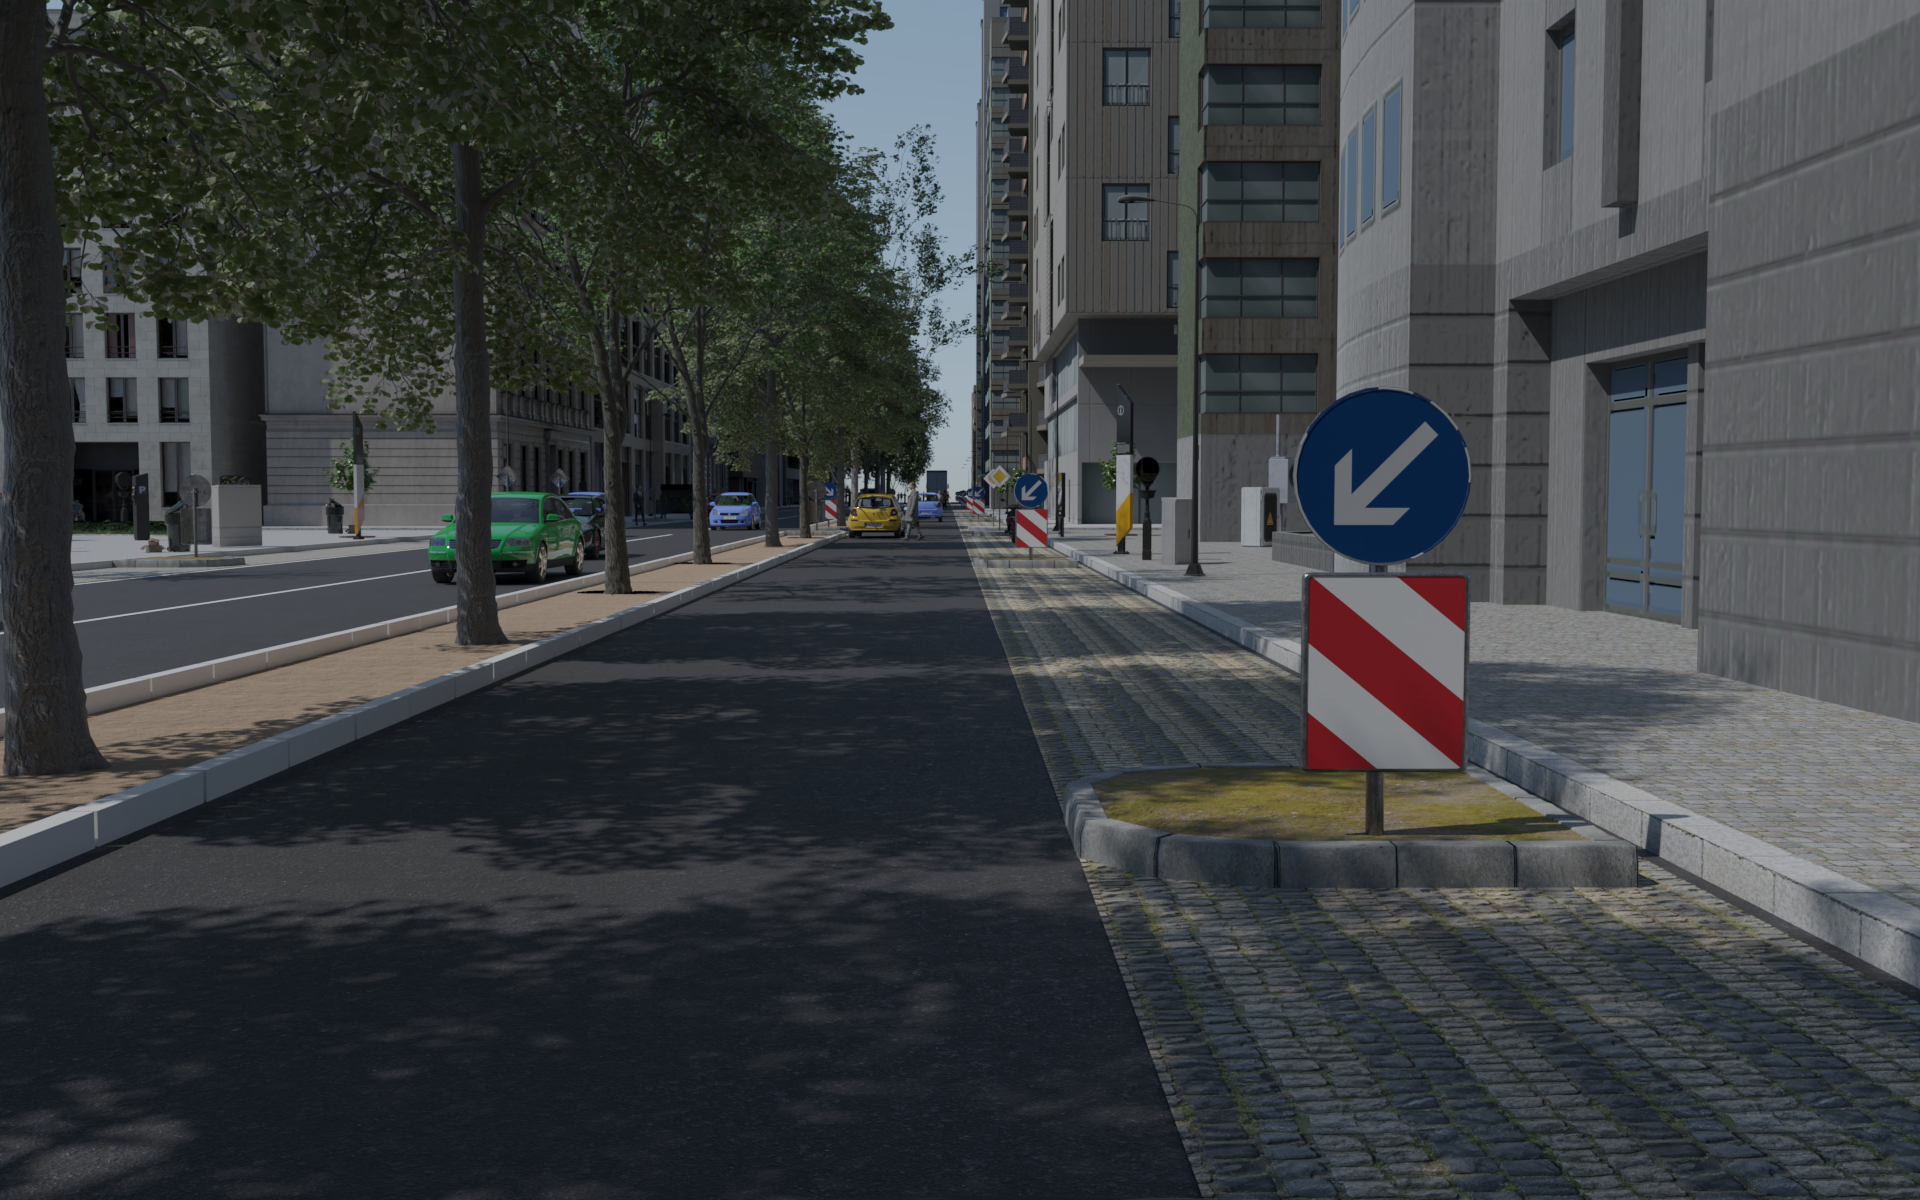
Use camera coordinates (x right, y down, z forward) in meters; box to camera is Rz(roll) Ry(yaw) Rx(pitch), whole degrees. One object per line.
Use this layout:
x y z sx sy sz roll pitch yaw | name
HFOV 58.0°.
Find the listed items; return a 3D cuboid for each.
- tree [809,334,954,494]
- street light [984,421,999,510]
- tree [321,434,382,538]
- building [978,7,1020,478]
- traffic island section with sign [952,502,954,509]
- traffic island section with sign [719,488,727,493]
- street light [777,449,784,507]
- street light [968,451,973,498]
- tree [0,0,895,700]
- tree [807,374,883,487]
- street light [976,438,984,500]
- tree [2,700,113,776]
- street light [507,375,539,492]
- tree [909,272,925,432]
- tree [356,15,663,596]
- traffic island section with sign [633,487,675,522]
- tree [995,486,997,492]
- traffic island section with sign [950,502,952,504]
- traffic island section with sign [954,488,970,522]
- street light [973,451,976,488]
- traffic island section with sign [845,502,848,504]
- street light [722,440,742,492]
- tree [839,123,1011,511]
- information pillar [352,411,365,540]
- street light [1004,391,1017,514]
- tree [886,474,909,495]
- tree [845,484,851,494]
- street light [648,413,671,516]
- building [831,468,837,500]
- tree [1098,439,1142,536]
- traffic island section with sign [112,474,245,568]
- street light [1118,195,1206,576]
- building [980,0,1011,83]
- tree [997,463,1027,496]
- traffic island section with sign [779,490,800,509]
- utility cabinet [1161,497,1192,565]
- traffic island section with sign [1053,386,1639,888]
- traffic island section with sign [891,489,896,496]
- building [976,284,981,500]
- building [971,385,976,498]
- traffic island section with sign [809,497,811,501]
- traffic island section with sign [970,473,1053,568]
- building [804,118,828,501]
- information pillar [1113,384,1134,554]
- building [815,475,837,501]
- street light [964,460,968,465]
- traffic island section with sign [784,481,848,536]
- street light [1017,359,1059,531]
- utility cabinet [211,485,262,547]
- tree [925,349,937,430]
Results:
-5.198 -11.589 108.952 9.611 12.733 9.660 0 3 0 | tree
2.465 -8.417 110.163 1.470 5.913 1.316 0 4 0 | street light
-17.699 -3.451 51.030 1.663 3.219 1.824 0 3 0 | tree
13.900 -33.974 175.090 23.786 49.044 30.456 0 4 0 | building
0.629 -6.646 117.287 1.989 1.847 2.006 0 4 0 | traffic island section with sign
-16.035 -6.615 116.780 1.989 1.847 2.006 0 4 0 | traffic island section with sign
-17.889 -12.458 176.230 1.470 5.913 1.316 0 4 0 | street light
1.907 -13.087 186.505 1.470 5.913 1.316 0 4 0 | street light
-4.487 -5.819 15.727 7.486 12.596 7.792 0 3 0 | tree
-5.366 -7.666 78.153 4.737 8.622 4.395 0 3 0 | tree
2.265 -10.418 142.877 1.470 5.913 1.316 0 4 0 | street light
-4.601 -5.356 8.154 7.486 12.596 7.792 0 3 0 | tree
-17.115 -5.818 67.673 1.470 5.913 1.316 0 4 0 | street light
-4.962 -7.673 46.034 7.486 12.596 7.792 0 3 0 | tree
-5.003 -5.892 24.542 9.928 11.665 9.643 0 3 0 | tree
-15.835 -4.966 89.826 1.989 1.847 2.006 0 4 0 | traffic island section with sign
3.572 -9.185 144.777 1.663 3.219 1.824 0 3 0 | tree
0.251 -9.726 167.643 1.989 1.847 2.006 0 4 0 | traffic island section with sign
0.837 -4.941 89.406 1.989 1.847 2.006 0 4 0 | traffic island section with sign
2.131 -11.116 154.288 1.470 5.913 1.316 0 4 0 | street light
-17.236 -16.410 276.937 1.989 1.847 2.006 0 4 0 | traffic island section with sign
-17.577 -9.759 132.105 1.470 5.913 1.316 0 4 0 | street light
-4.176 -14.018 87.532 12.611 20.169 13.585 0 3 0 | tree
-16.990 -3.521 48.926 0.183 3.616 0.504 0 4 5 | information pillar
2.657 -6.447 77.947 1.470 5.913 1.316 0 4 0 | street light
-5.427 -11.523 141.213 4.360 8.622 3.978 0 3 0 | tree
-19.541 -18.664 299.760 1.663 3.219 1.824 0 3 0 | tree
-17.312 -7.789 99.889 1.470 5.913 1.316 0 4 0 | street light
-27.418 -37.127 290.624 14.154 41.232 14.086 0 4 0 | building
5.105 -3.599 53.438 1.663 3.219 1.824 0 3 0 | tree
-15.407 -1.578 34.422 1.989 1.847 2.006 0 4 0 | traffic island section with sign
3.149 -3.336 27.077 1.470 5.913 1.316 0 4 0 | street light
12.995 -40.494 204.074 21.231 58.520 28.212 0 4 0 | building
3.536 -6.799 105.763 1.663 3.219 1.824 0 3 0 | tree
-16.409 -9.699 167.214 1.989 1.847 2.006 0 4 0 | traffic island section with sign
4.013 -1.261 31.777 0.306 1.237 1.020 2 4 27 | utility cabinet
1.455 0.088 7.197 1.989 1.847 2.006 0 4 0 | traffic island section with sign
-5.638 -8.223 142.585 2.006 1.907 1.989 0 4 0 | traffic island section with sign
9.193 -28.533 238.216 14.160 30.474 14.107 0 4 0 | building
15.877 -27.119 288.429 27.650 21.520 28.899 0 4 0 | building
-16.623 -11.382 194.726 1.989 1.847 2.006 0 4 0 | traffic island section with sign
1.261 -1.561 34.152 1.989 1.847 2.006 0 4 0 | traffic island section with sign
-32.509 -39.747 239.100 28.713 52.752 27.495 0 4 0 | building
3.494 -2.781 36.827 0.183 3.616 0.504 -2 4 -33 | information pillar
-30.195 -37.530 268.242 22.147 44.769 28.867 0 4 0 | building
1.608 -15.068 218.903 1.470 5.913 1.316 0 4 0 | street light
-5.021 -3.175 60.041 2.006 1.907 1.989 0 4 0 | traffic island section with sign
2.814 -5.333 59.731 1.470 5.913 1.316 0 4 0 | street light
-17.474 -2.028 41.834 0.318 1.500 1.173 2 4 31 | utility cabinet
-4.865 -9.251 71.837 7.486 12.596 7.792 0 3 0 | tree
